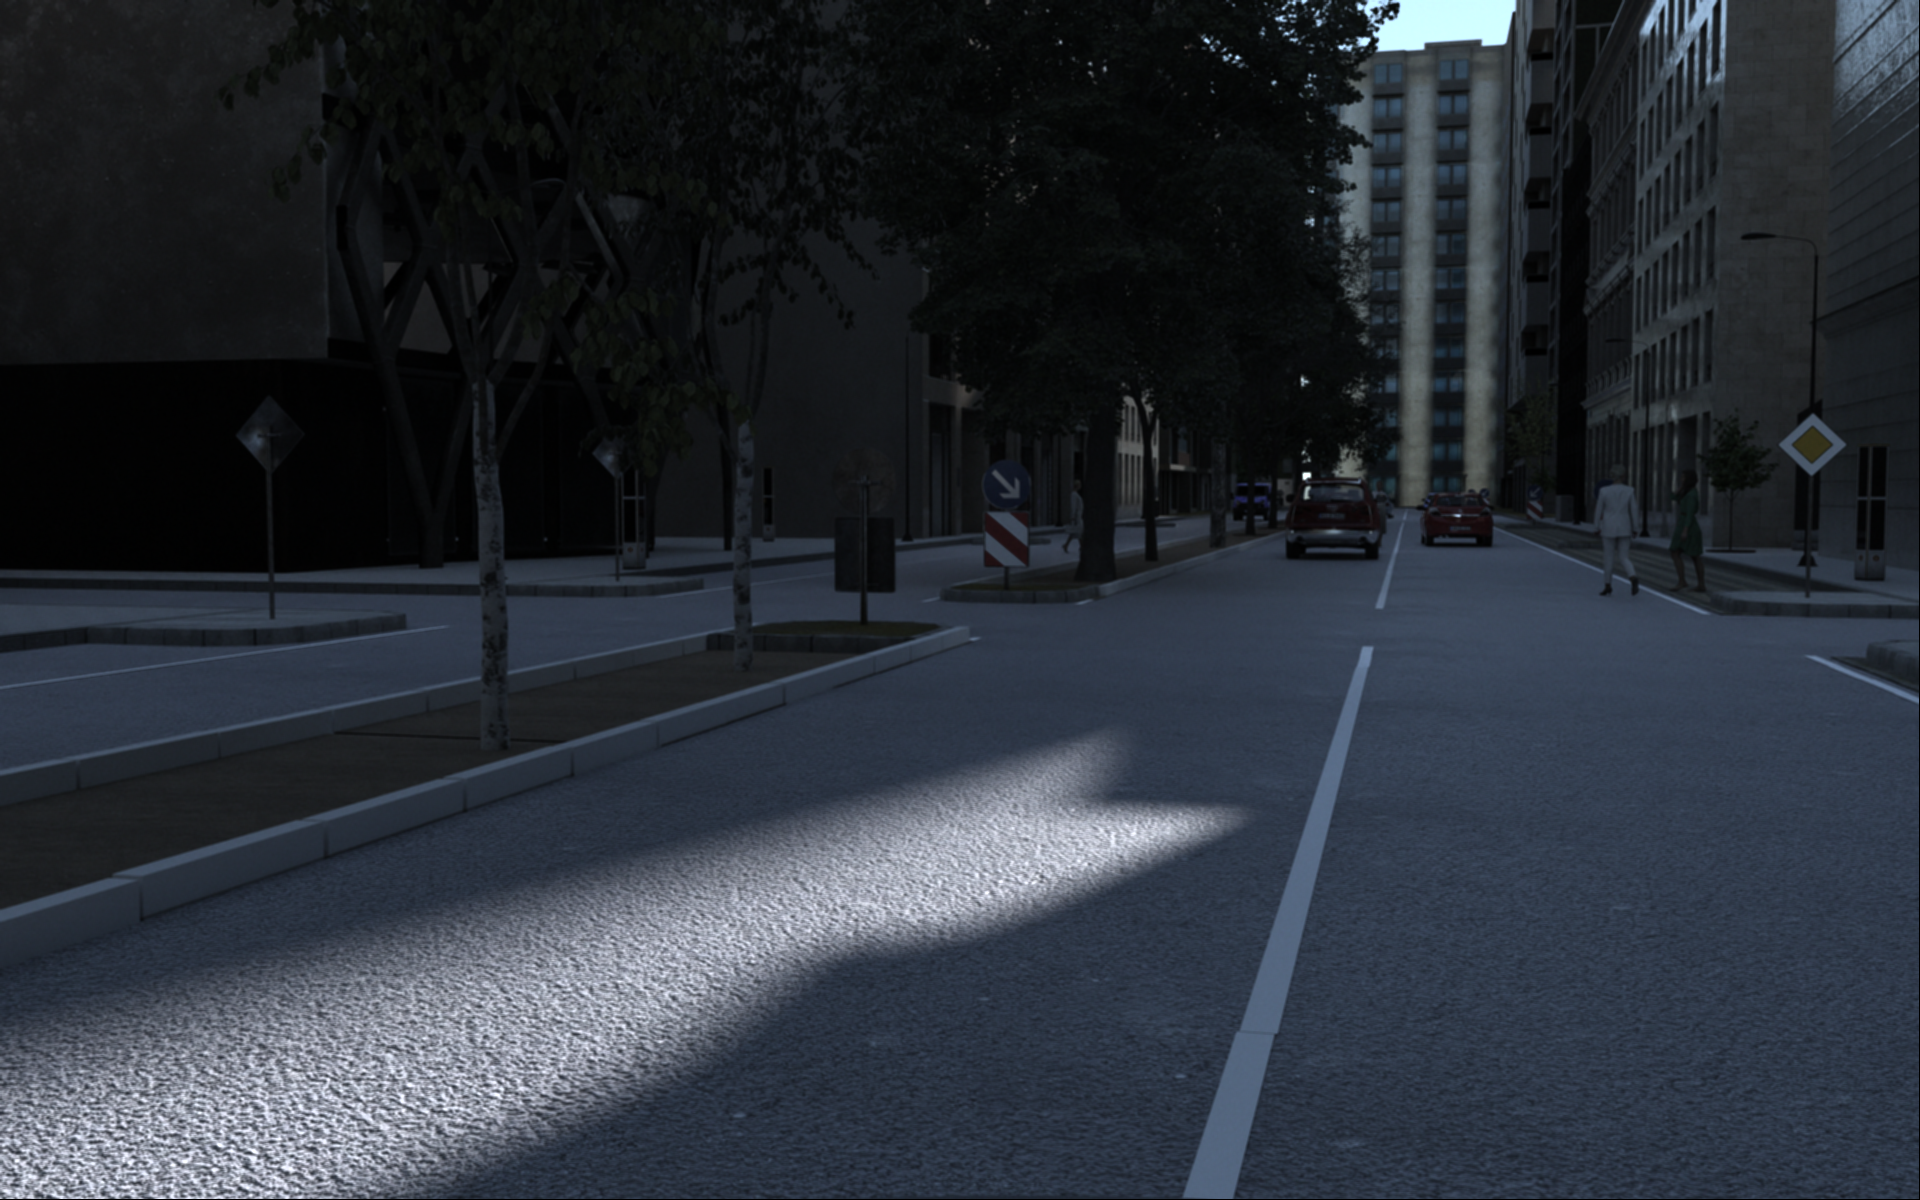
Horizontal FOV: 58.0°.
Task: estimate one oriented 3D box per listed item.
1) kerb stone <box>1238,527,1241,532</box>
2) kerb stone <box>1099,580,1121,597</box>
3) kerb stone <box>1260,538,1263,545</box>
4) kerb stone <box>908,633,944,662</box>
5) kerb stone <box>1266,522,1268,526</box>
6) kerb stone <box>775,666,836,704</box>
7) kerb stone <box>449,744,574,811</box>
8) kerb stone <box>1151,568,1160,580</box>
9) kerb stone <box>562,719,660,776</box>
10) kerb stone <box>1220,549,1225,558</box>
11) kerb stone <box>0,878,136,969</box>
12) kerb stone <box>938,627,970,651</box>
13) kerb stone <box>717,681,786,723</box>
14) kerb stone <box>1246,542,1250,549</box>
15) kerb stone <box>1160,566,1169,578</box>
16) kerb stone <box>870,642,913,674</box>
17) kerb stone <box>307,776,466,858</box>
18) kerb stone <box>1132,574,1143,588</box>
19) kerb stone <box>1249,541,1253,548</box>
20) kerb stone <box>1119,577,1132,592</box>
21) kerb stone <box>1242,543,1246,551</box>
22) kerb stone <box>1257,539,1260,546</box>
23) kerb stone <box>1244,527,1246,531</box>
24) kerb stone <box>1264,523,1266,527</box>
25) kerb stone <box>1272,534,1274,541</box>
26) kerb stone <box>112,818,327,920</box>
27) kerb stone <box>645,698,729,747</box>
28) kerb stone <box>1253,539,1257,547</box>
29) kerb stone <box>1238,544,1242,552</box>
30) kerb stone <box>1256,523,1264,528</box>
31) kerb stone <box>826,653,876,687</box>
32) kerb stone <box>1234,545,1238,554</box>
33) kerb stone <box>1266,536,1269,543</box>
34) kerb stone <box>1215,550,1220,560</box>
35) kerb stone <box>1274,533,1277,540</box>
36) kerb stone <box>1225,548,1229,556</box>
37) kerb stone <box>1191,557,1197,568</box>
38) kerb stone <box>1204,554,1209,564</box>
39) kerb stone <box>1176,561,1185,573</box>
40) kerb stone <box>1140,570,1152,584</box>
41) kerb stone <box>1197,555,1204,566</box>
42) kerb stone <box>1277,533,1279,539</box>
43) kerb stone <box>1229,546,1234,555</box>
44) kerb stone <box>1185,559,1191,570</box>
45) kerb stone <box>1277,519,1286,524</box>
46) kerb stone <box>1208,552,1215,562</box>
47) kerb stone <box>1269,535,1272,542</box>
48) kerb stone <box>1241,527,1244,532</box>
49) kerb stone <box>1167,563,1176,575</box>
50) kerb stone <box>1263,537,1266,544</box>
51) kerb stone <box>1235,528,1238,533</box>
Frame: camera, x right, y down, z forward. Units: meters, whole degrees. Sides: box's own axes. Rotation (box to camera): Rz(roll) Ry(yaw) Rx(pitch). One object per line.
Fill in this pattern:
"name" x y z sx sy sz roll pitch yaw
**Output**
"kerb stone" 10.175 -2.552 63.955 0.120 0.150 1.000 1 4 15
"kerb stone" 2.118 -0.150 24.705 0.120 0.150 1.000 1 4 15
"kerb stone" 8.316 -1.609 48.508 0.120 0.150 1.000 1 4 15
"kerb stone" -0.348 0.427 15.246 0.120 0.150 1.000 1 4 15
"kerb stone" 13.279 -3.282 75.870 0.120 0.150 1.000 1 4 15
"kerb stone" -1.118 0.607 12.275 0.120 0.150 1.000 1 4 15
"kerb stone" -2.157 0.849 8.314 0.120 0.150 1.000 1 4 15
"kerb stone" 3.143 -0.397 28.685 0.120 0.150 1.000 1 4 15
"kerb stone" -1.894 0.792 9.305 0.120 0.150 1.000 1 4 15
"kerb stone" 5.736 -1.003 38.596 0.120 0.150 1.000 1 4 15
"kerb stone" -2.928 1.039 5.325 0.120 0.150 1.000 1 4 15
"kerb stone" -0.092 0.365 16.235 0.120 0.150 1.000 1 4 15
"kerb stone" -1.386 0.671 11.288 0.120 0.150 1.000 1 4 15
"kerb stone" 7.283 -1.362 44.533 0.120 0.150 1.000 1 4 15
"kerb stone" 3.408 -0.455 29.672 0.120 0.150 1.000 1 4 15
"kerb stone" -0.607 0.486 14.255 0.120 0.150 1.000 1 4 15
"kerb stone" -2.418 0.912 7.316 0.120 0.150 1.000 1 4 15
"kerb stone" 2.640 -0.266 26.698 0.120 0.150 1.000 1 4 15
"kerb stone" 7.537 -1.426 45.533 0.120 0.150 1.000 1 4 15
"kerb stone" 2.377 -0.214 25.702 0.120 0.150 1.000 1 4 15
"kerb stone" 7.031 -1.306 43.542 0.120 0.150 1.000 1 4 15
"kerb stone" 8.059 -1.544 47.519 0.120 0.150 1.000 1 4 15
"kerb stone" 10.686 -2.675 65.937 0.120 0.150 1.000 1 4 15
"kerb stone" 13.021 -3.222 74.875 0.120 0.150 1.000 1 4 15
"kerb stone" 9.353 -1.846 52.475 0.120 0.150 1.000 1 4 15
"kerb stone" -2.677 0.971 6.316 0.120 0.150 1.000 1 4 15
"kerb stone" -1.635 0.728 10.293 0.120 0.150 1.000 1 4 15
"kerb stone" 7.802 -1.488 46.526 0.120 0.150 1.000 1 4 15
"kerb stone" 6.767 -1.245 42.554 0.120 0.150 1.000 1 4 15
"kerb stone" 12.751 -3.160 73.889 0.120 0.150 1.000 1 4 15
"kerb stone" -0.868 0.548 13.267 0.120 0.150 1.000 1 4 15
"kerb stone" 6.512 -1.184 41.564 0.120 0.150 1.000 1 4 15
"kerb stone" 8.840 -1.729 50.495 0.120 0.150 1.000 1 4 15
"kerb stone" 5.480 -0.943 37.606 0.120 0.150 1.000 1 4 15
"kerb stone" 9.611 -1.913 53.472 0.120 0.150 1.000 1 4 15
"kerb stone" 5.990 -1.064 39.586 0.120 0.150 1.000 1 4 15
"kerb stone" 4.442 -0.696 33.634 0.120 0.150 1.000 1 4 15
"kerb stone" 4.957 -0.818 35.623 0.120 0.150 1.000 1 4 15
"kerb stone" 3.936 -0.576 31.653 0.120 0.150 1.000 1 4 15
"kerb stone" 2.900 -0.336 27.687 0.120 0.150 1.000 1 4 15
"kerb stone" 4.700 -0.761 34.633 0.120 0.150 1.000 1 4 15
"kerb stone" 9.868 -1.973 54.462 0.120 0.150 1.000 1 4 15
"kerb stone" 6.256 -1.123 40.574 0.120 0.150 1.000 1 4 15
"kerb stone" 4.183 -0.639 32.645 0.120 0.150 1.000 1 4 15
"kerb stone" 16.122 -3.951 86.790 0.120 0.150 1.000 1 4 15
"kerb stone" 5.218 -0.882 36.611 0.120 0.150 1.000 1 4 15
"kerb stone" 9.093 -1.790 51.486 0.120 0.150 1.000 1 4 15
"kerb stone" 10.434 -2.614 64.944 0.120 0.150 1.000 1 4 15
"kerb stone" 3.662 -0.518 30.668 0.120 0.150 1.000 1 4 15
"kerb stone" 8.581 -1.666 49.506 0.120 0.150 1.000 1 4 15
"kerb stone" 9.910 -2.490 62.962 0.120 0.150 1.000 1 4 15
